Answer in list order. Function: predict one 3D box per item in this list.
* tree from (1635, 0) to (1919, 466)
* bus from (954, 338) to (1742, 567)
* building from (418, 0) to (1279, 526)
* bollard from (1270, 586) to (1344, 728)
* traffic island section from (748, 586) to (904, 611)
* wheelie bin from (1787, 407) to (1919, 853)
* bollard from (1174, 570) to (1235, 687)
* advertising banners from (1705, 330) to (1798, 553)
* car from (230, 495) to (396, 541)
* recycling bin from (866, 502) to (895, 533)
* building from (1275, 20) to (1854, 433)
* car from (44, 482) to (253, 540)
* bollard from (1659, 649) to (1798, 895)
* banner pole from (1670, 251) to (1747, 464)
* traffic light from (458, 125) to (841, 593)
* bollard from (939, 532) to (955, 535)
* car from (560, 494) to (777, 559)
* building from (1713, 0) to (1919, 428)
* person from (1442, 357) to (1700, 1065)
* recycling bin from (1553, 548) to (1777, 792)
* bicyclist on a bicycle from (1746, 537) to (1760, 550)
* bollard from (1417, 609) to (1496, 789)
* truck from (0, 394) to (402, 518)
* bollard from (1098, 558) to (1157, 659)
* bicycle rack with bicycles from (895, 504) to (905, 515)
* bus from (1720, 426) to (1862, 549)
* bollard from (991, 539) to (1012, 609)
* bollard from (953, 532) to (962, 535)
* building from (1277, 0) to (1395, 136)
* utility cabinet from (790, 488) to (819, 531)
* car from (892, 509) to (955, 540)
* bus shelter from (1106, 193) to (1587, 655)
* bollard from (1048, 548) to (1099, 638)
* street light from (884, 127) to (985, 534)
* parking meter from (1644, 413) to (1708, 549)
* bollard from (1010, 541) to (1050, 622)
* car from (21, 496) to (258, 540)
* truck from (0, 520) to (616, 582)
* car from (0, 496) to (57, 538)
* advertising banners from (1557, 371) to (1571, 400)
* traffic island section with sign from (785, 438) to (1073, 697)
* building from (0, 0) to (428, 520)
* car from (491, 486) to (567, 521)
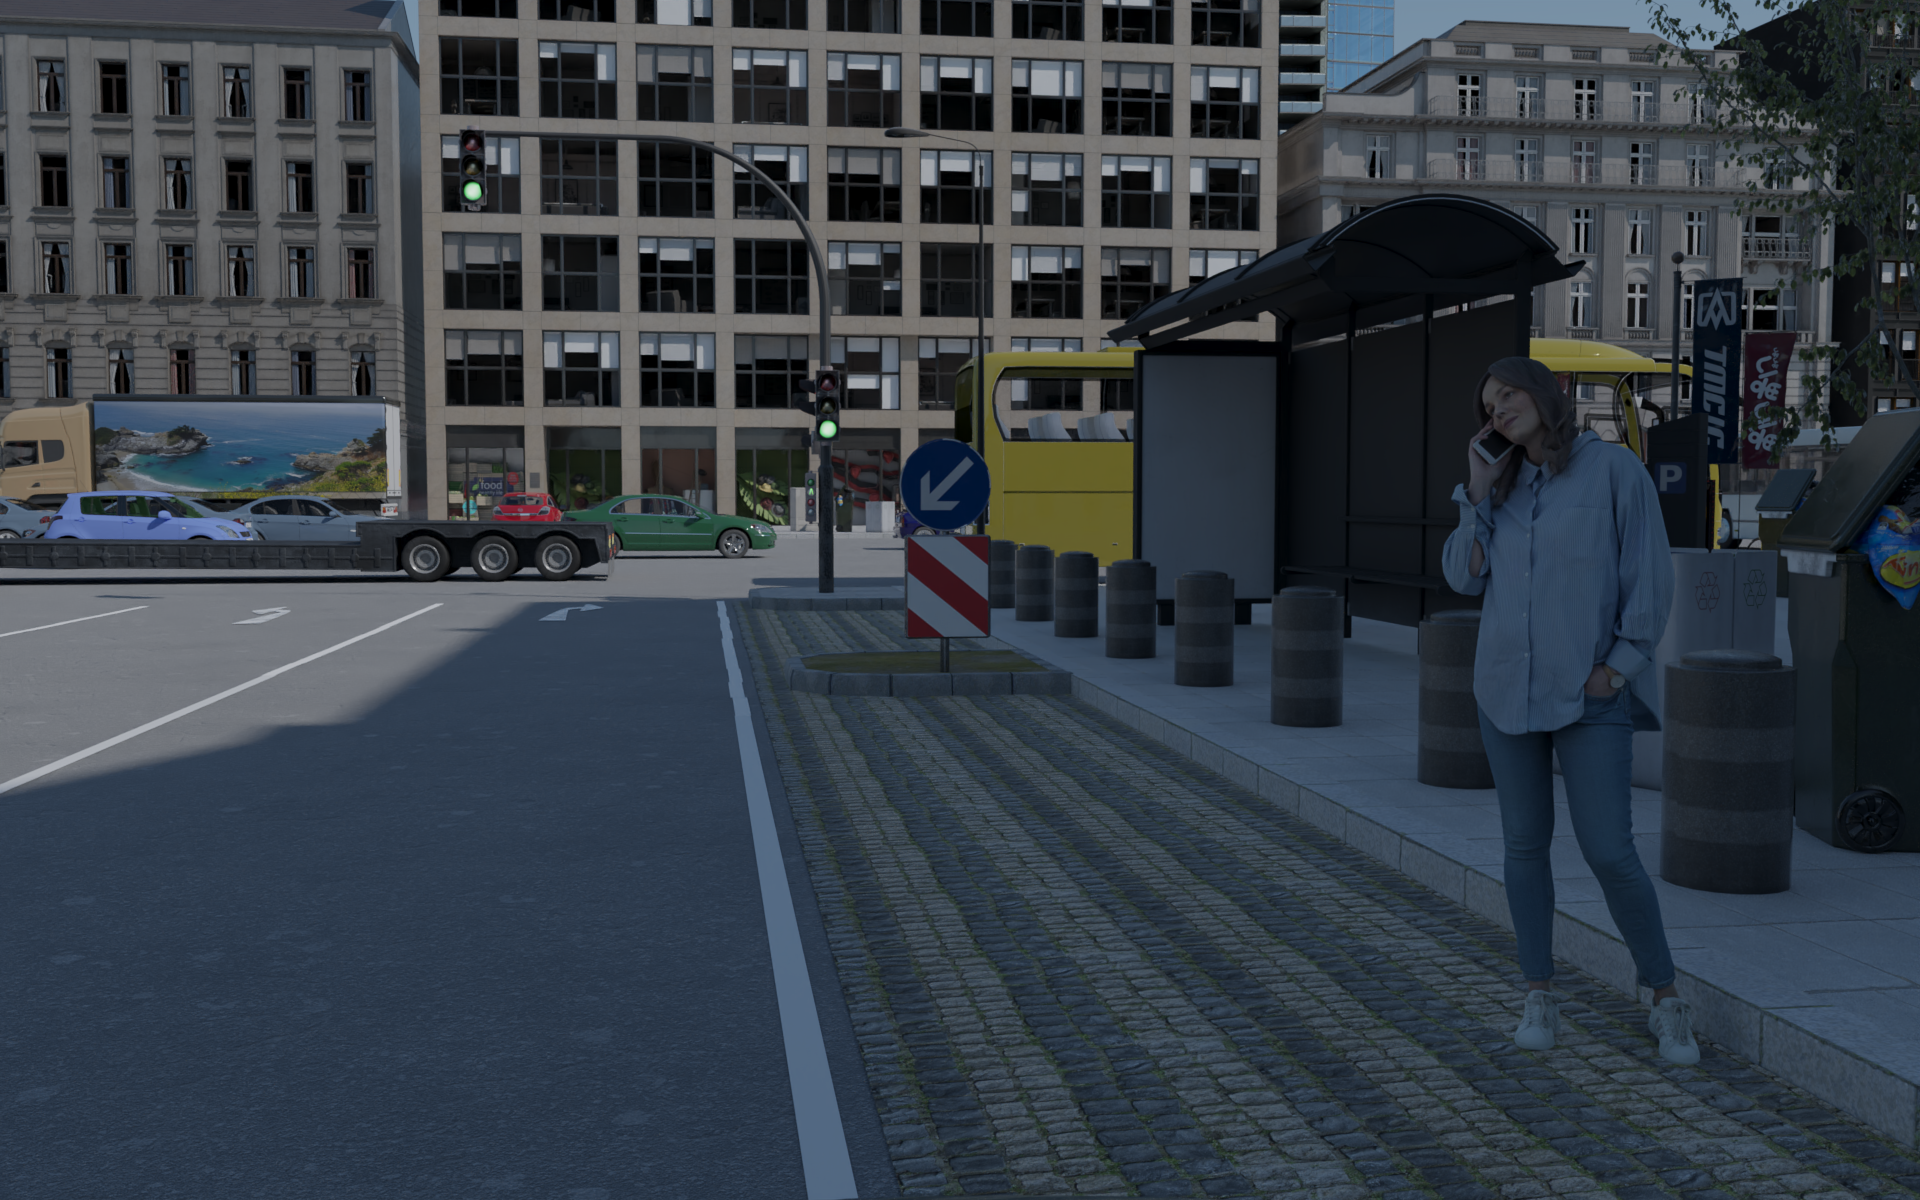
[{"bbox_3d":[8.036,-3.898,14.102,4.360,8.622,3.978,0,3,0],"label":"tree"},{"bbox_3d":[6.115,-2.198,27.479,12.252,3.916,2.896,0,4,-7],"label":"bus"},{"bbox_3d":[-5.204,-16.741,78.238,34.151,26.468,19.350,-1,4,-8],"label":"building"},{"bbox_3d":[1.940,0.308,9.679,0.404,0.777,0.398,0,3,0],"label":"bollard"},{"bbox_3d":[-1.727,-0.017,22.556,2.009,0.180,2.903,-1,4,-8],"label":"traffic island section"},{"bbox_3d":[3.472,0.090,6.430,0.693,1.594,0.980,0,4,8],"label":"wheelie bin"},{"bbox_3d":[1.647,0.186,11.668,0.404,0.777,0.398,0,3,0],"label":"bollard"},{"bbox_3d":[8.039,-1.401,19.094,2.074,3.025,0.090,2,4,29],"label":"advertising banners"},{"bbox_3d":[-14.918,-1.715,40.038,4.499,1.417,2.014,-1,4,-10],"label":"car"},{"bbox_3d":[-2.668,-2.774,57.910,0.722,1.027,0.722,2,4,34],"label":"recycling bin"},{"bbox_3d":[25.472,-14.504,78.942,24.055,21.916,13.314,-1,4,-8],"label":"building"},{"bbox_3d":[-15.793,-1.484,33.862,3.694,1.707,1.945,-1,4,-9],"label":"car"},{"bbox_3d":[2.535,0.550,5.719,0.404,0.777,0.398,0,3,0],"label":"bollard"},{"bbox_3d":[7.602,-1.703,17.854,0.863,3.779,0.401,2,4,34],"label":"banner pole"},{"bbox_3d":[-3.824,-2.894,21.987,4.771,5.953,1.251,-1,4,-8],"label":"traffic light"},{"bbox_3d":[-0.127,-0.539,23.524,0.404,0.777,0.398,0,3,0],"label":"bollard"},{"bbox_3d":[-6.578,-1.659,38.925,4.920,1.459,2.131,-1,4,-10],"label":"car"},{"bbox_3d":[45.938,-15.391,81.324,15.834,23.373,12.332,-1,4,-8],"label":"building"},{"bbox_3d":[1.595,0.261,4.498,0.793,1.790,0.793,1,4,16],"label":"person"},{"bbox_3d":[3.174,0.287,7.865,0.722,1.027,0.722,-2,4,-33],"label":"recycling bin"},{"bbox_3d":[15.479,-1.372,32.453,1.625,1.676,1.499,-1,4,-8],"label":"bicyclist on a bicycle"},{"bbox_3d":[2.241,0.430,7.692,0.404,0.777,0.398,0,3,0],"label":"bollard"},{"bbox_3d":[-22.075,-3.724,49.804,11.283,4.237,2.839,-1,4,-8],"label":"truck"},{"bbox_3d":[1.347,0.066,13.640,0.404,0.777,0.398,0,3,0],"label":"bollard"},{"bbox_3d":[-1.469,-2.944,61.510,2.852,0.926,2.925,1,4,17],"label":"bicycle rack with bicycles"},{"bbox_3d":[21.133,-2.865,41.696,2.948,3.499,13.247,-1,4,-9],"label":"bus"},{"bbox_3d":[0.463,-0.296,19.559,0.404,0.777,0.398,0,3,0],"label":"bollard"},{"bbox_3d":[0.167,-0.418,21.551,0.404,0.777,0.398,0,3,0],"label":"bollard"},{"bbox_3d":[26.837,-52.025,163.272,31.000,86.520,22.319,-1,4,-8],"label":"building"},{"bbox_3d":[-5.296,-3.113,59.578,0.318,1.500,1.173,3,5,42],"label":"utility cabinet"},{"bbox_3d":[0.242,-1.986,45.058,3.894,1.354,1.945,-1,4,-9],"label":"car"},{"bbox_3d":[2.846,-1.254,14.429,2.014,3.302,5.546,-1,4,-9],"label":"bus shelter"},{"bbox_3d":[1.050,-0.055,15.613,0.404,0.777,0.398,0,3,0],"label":"bollard"},{"bbox_3d":[-0.265,-3.036,22.183,1.470,5.913,1.316,-1,4,-8],"label":"street light"},{"bbox_3d":[5.211,-0.425,12.660,0.399,1.863,0.255,3,5,42],"label":"parking meter"},{"bbox_3d":[0.762,-0.176,17.587,0.404,0.777,0.398,0,3,0],"label":"bollard"},{"bbox_3d":[-17.045,-1.469,36.016,4.499,1.417,2.014,-1,4,-10],"label":"car"},{"bbox_3d":[-15.197,-2.339,27.997,18.799,4.110,2.967,-1,4,-9],"label":"truck"},{"bbox_3d":[-22.852,-1.695,39.711,4.499,1.417,2.014,0,4,-7],"label":"car"},{"bbox_3d":[8.643,-1.706,24.074,0.090,3.025,2.074,0,4,-1],"label":"advertising banners"},{"bbox_3d":[-0.317,-0.275,13.129,1.989,1.847,2.006,-1,4,-8],"label":"traffic island section with sign"},{"bbox_3d":[-30.730,-13.422,68.594,18.267,20.994,9.793,-1,4,-8],"label":"building"},{"bbox_3d":[-12.930,-2.625,51.964,2.155,1.783,4.494,0,4,-7],"label":"car"}]
